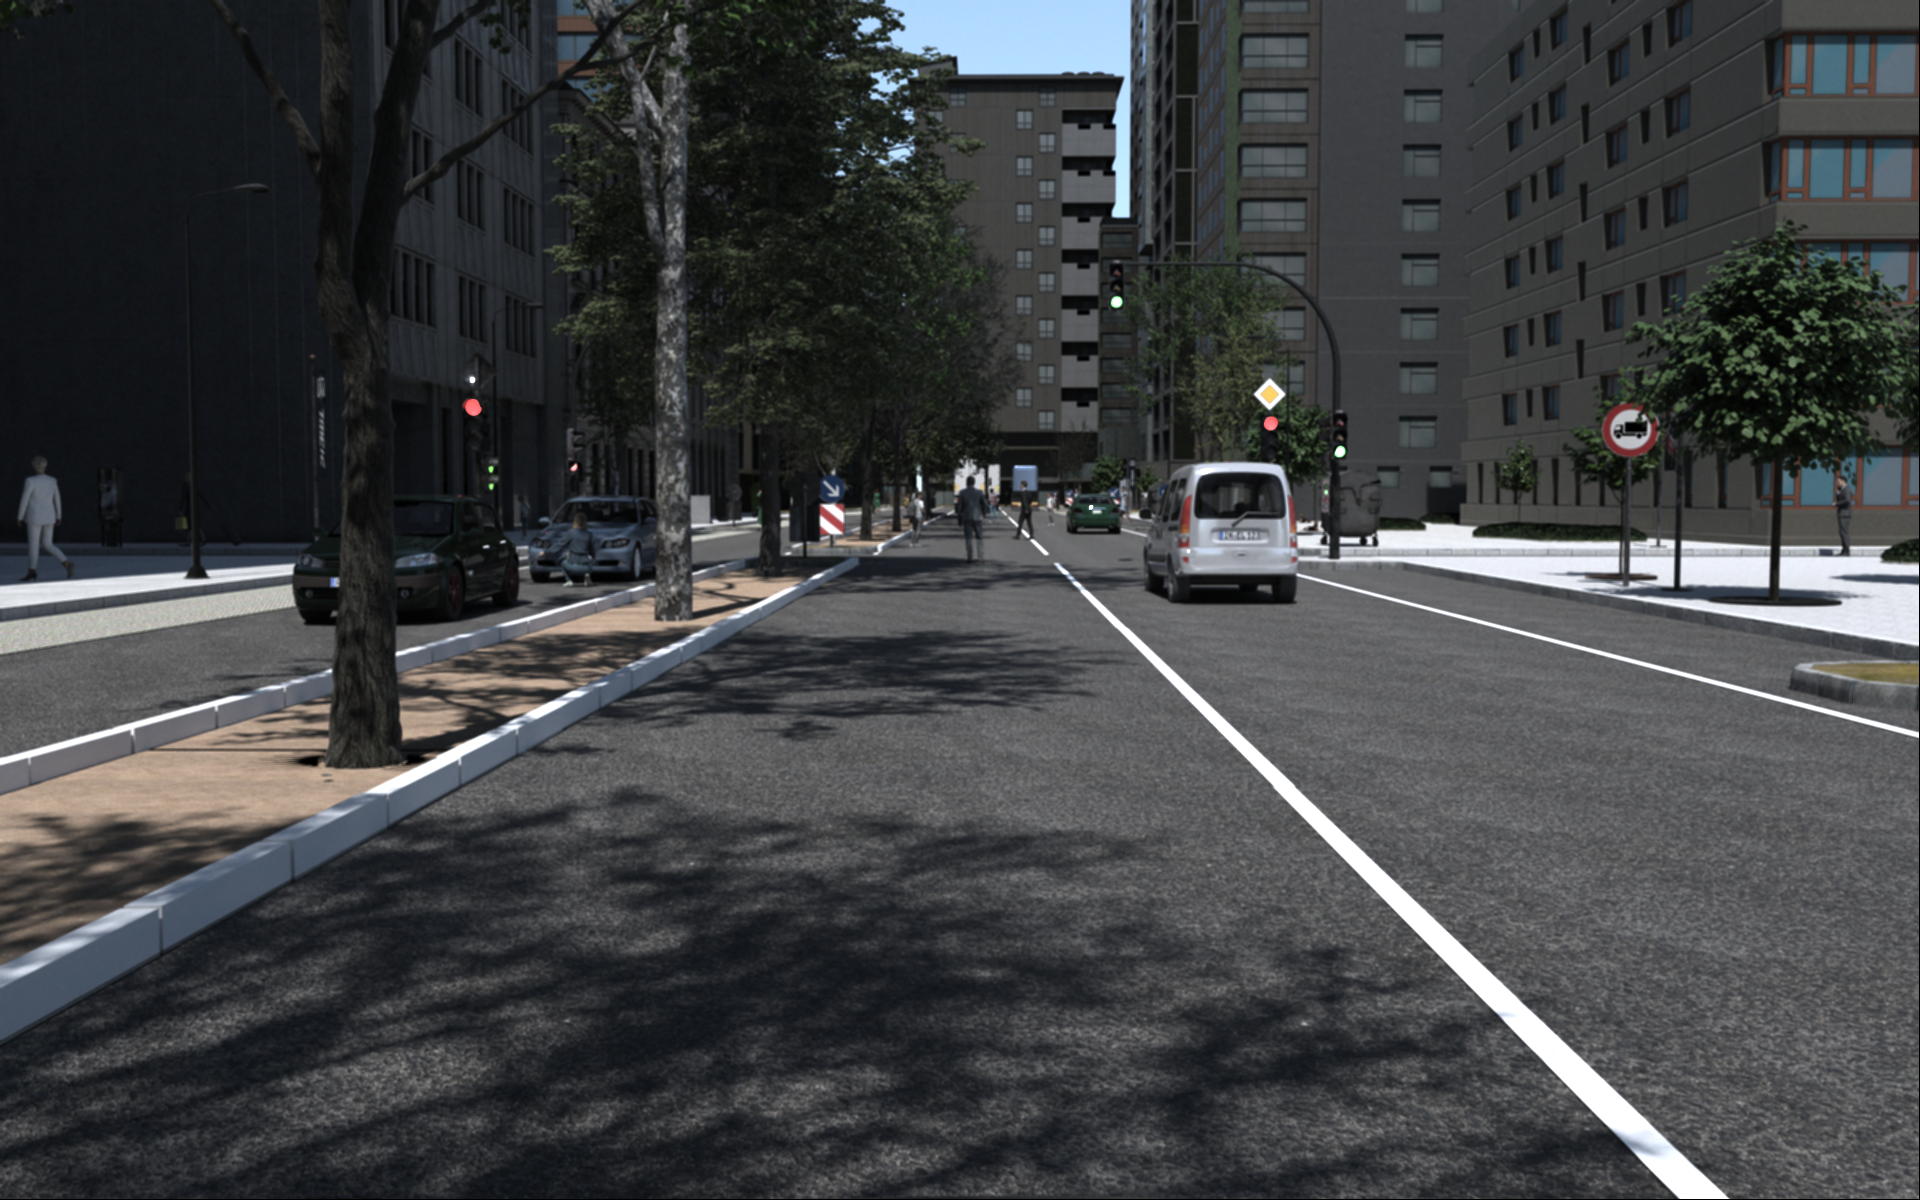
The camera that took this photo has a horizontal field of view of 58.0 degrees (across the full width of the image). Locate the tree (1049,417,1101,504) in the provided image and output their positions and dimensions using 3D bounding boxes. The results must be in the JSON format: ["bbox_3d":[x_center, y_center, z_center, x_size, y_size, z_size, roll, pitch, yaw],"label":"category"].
[{"bbox_3d":[11.211,-13.149,165.343,4.360,8.622,3.978,0,3,0],"label":"tree"}]

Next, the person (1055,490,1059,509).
[{"bbox_3d":[9.120,-9.388,162.138,0.705,1.807,1.348,0,4,-6],"label":"person"}]

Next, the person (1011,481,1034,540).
[{"bbox_3d":[1.987,-2.821,54.406,0.755,1.850,0.659,2,4,33],"label":"person"}]

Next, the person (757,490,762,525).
[{"bbox_3d":[-5.500,-2.482,49.330,0.600,1.795,0.529,-1,4,-11],"label":"person"}]

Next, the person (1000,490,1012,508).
[{"bbox_3d":[4.813,-10.499,179.797,1.348,1.869,0.705,1,4,10],"label":"person"}]

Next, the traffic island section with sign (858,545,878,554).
[{"bbox_3d":[-3.047,-2.067,41.936,2.006,1.907,1.989,0,4,1],"label":"traffic island section with sign"}]

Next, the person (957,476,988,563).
[{"bbox_3d":[0.260,-1.675,35.988,0.635,1.810,0.391,-1,4,-13],"label":"person"}]

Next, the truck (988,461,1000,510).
[{"bbox_3d":[2.202,-10.126,154.477,2.839,4.237,11.283,0,4,0],"label":"truck"}]

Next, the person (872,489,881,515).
[{"bbox_3d":[-5.557,-6.559,115.985,0.600,1.795,0.529,-3,5,-42],"label":"person"}]

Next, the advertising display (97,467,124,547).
[{"bbox_3d":[-20.585,-2.249,41.986,0.974,1.923,0.123,3,4,37],"label":"advertising display"}]

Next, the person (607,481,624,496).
[{"bbox_3d":[-12.123,-3.345,60.914,0.661,1.801,0.590,0,4,-3],"label":"person"}]

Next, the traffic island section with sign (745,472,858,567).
[{"bbox_3d":[-3.164,-1.614,34.530,2.006,1.907,1.989,0,4,1],"label":"traffic island section with sign"}]

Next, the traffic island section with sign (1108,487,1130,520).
[{"bbox_3d":[8.273,-5.275,94.867,1.989,1.847,2.006,0,4,1],"label":"traffic island section with sign"}]

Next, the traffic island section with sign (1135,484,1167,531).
[{"bbox_3d":[7.883,-3.604,67.557,1.989,1.847,2.006,0,4,1],"label":"traffic island section with sign"}]

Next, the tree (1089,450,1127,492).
[{"bbox_3d":[11.283,-8.954,130.112,4.285,4.588,4.351,0,3,0],"label":"tree"}]

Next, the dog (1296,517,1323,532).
[{"bbox_3d":[12.037,-2.542,59.299,0.550,0.427,0.748,-3,4,-36],"label":"dog"}]

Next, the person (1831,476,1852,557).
[{"bbox_3d":[19.967,-1.892,39.245,0.447,1.846,0.655,1,4,22],"label":"person"}]

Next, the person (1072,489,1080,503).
[{"bbox_3d":[7.825,-6.568,116.291,0.661,1.777,0.834,1,4,21],"label":"person"}]

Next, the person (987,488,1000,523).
[{"bbox_3d":[1.657,-4.752,87.030,0.563,1.720,0.643,-3,4,-39],"label":"person"}]

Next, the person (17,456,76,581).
[{"bbox_3d":[-13.526,-1.203,25.596,0.818,1.842,0.514,0,4,7],"label":"person"}]

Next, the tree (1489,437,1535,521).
[{"bbox_3d":[18.312,-3.776,56.341,1.663,3.219,1.824,0,3,0],"label":"tree"}]

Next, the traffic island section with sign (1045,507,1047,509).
[{"bbox_3d":[9.377,-9.956,171.408,1.989,1.847,2.006,0,4,1],"label":"traffic island section with sign"}]

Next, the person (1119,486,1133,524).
[{"bbox_3d":[7.919,-4.568,83.289,0.778,1.811,0.616,0,4,6],"label":"person"}]

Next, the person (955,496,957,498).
[{"bbox_3d":[-0.223,-8.688,153.776,0.421,1.427,0.697,0,4,-2],"label":"person"}]

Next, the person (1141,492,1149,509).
[{"bbox_3d":[12.417,-6.702,115.729,0.679,1.850,0.850,0,4,-4],"label":"person"}]

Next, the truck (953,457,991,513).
[{"bbox_3d":[0.898,-8.779,132.457,2.839,4.237,11.283,0,4,2],"label":"truck"}]

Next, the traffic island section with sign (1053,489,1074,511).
[{"bbox_3d":[8.991,-8.284,144.069,1.989,1.847,2.006,0,4,1],"label":"traffic island section with sign"}]

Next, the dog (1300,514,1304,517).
[{"bbox_3d":[15.315,-3.626,77.023,0.550,0.427,0.748,-1,4,-10],"label":"dog"}]

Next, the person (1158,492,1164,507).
[{"bbox_3d":[6.276,-2.620,51.315,0.794,1.824,0.713,0,4,-4],"label":"person"}]

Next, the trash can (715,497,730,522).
[{"bbox_3d":[-11.061,-4.235,80.900,0.748,1.137,0.748,0,3,0],"label":"trash can"}]

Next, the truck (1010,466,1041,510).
[{"bbox_3d":[5.963,-10.317,158.448,2.967,4.110,18.799,0,4,2],"label":"truck"}]

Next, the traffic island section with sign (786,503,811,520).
[{"bbox_3d":[-8.362,-5.236,94.239,1.989,1.847,2.006,0,4,1],"label":"traffic island section with sign"}]

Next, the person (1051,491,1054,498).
[{"bbox_3d":[9.865,-10.756,185.082,0.721,1.743,1.217,3,5,41],"label":"person"}]

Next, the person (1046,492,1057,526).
[{"bbox_3d":[4.137,-4.121,78.482,0.503,1.515,0.523,1,4,18],"label":"person"}]

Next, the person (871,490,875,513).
[{"bbox_3d":[-6.356,-7.310,128.848,0.721,1.723,1.217,-1,4,-12],"label":"person"}]

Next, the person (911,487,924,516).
[{"bbox_3d":[-1.971,-4.420,81.254,0.515,1.767,0.782,3,5,42],"label":"person"}]

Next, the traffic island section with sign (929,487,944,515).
[{"bbox_3d":[-1.970,-6.662,117.067,2.006,1.907,1.989,0,4,1],"label":"traffic island section with sign"}]

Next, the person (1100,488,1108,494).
[{"bbox_3d":[8.917,-6.024,107.091,0.694,1.812,0.767,0,4,3],"label":"person"}]

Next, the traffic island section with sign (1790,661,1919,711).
[{"bbox_3d":[7.074,-0.219,12.206,1.989,1.847,2.006,0,4,1],"label":"traffic island section with sign"}]

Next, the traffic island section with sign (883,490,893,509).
[{"bbox_3d":[-7.238,-9.961,171.490,1.989,1.847,2.006,0,4,1],"label":"traffic island section with sign"}]

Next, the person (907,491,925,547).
[{"bbox_3d":[-1.195,-2.207,47.180,0.503,1.515,0.523,0,4,3],"label":"person"}]

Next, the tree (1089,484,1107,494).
[{"bbox_3d":[11.665,-9.303,146.702,1.663,3.219,1.824,0,3,0],"label":"tree"}]

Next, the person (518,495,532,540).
[{"bbox_3d":[-12.238,-2.323,48.702,0.352,1.250,0.332,-2,4,-26],"label":"person"}]

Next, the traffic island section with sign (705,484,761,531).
[{"bbox_3d":[-8.748,-3.568,66.969,1.989,1.847,2.006,0,4,1],"label":"traffic island section with sign"}]

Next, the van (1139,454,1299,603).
[{"bbox_3d":[3.574,-1.051,24.202,2.013,2.044,4.112,0,4,-1],"label":"van"}]

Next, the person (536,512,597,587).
[{"bbox_3d":[-6.041,-0.785,26.830,1.012,1.151,0.738,-2,4,-27],"label":"person"}]

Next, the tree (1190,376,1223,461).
[{"bbox_3d":[15.389,-9.145,99.888,4.360,8.622,3.978,0,3,0],"label":"tree"}]

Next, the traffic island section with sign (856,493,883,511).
[{"bbox_3d":[-7.632,-8.287,144.116,1.989,1.847,2.006,0,4,1],"label":"traffic island section with sign"}]

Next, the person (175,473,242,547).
[{"bbox_3d":[-18.432,-2.212,42.424,1.509,1.804,0.699,-2,4,-31],"label":"person"}]

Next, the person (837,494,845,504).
[{"bbox_3d":[-10.077,-8.519,145.781,0.683,1.767,0.568,-1,4,-17],"label":"person"}]

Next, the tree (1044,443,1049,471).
[{"bbox_3d":[11.678,-14.942,194.671,4.360,8.622,3.978,0,3,0],"label":"tree"}]
